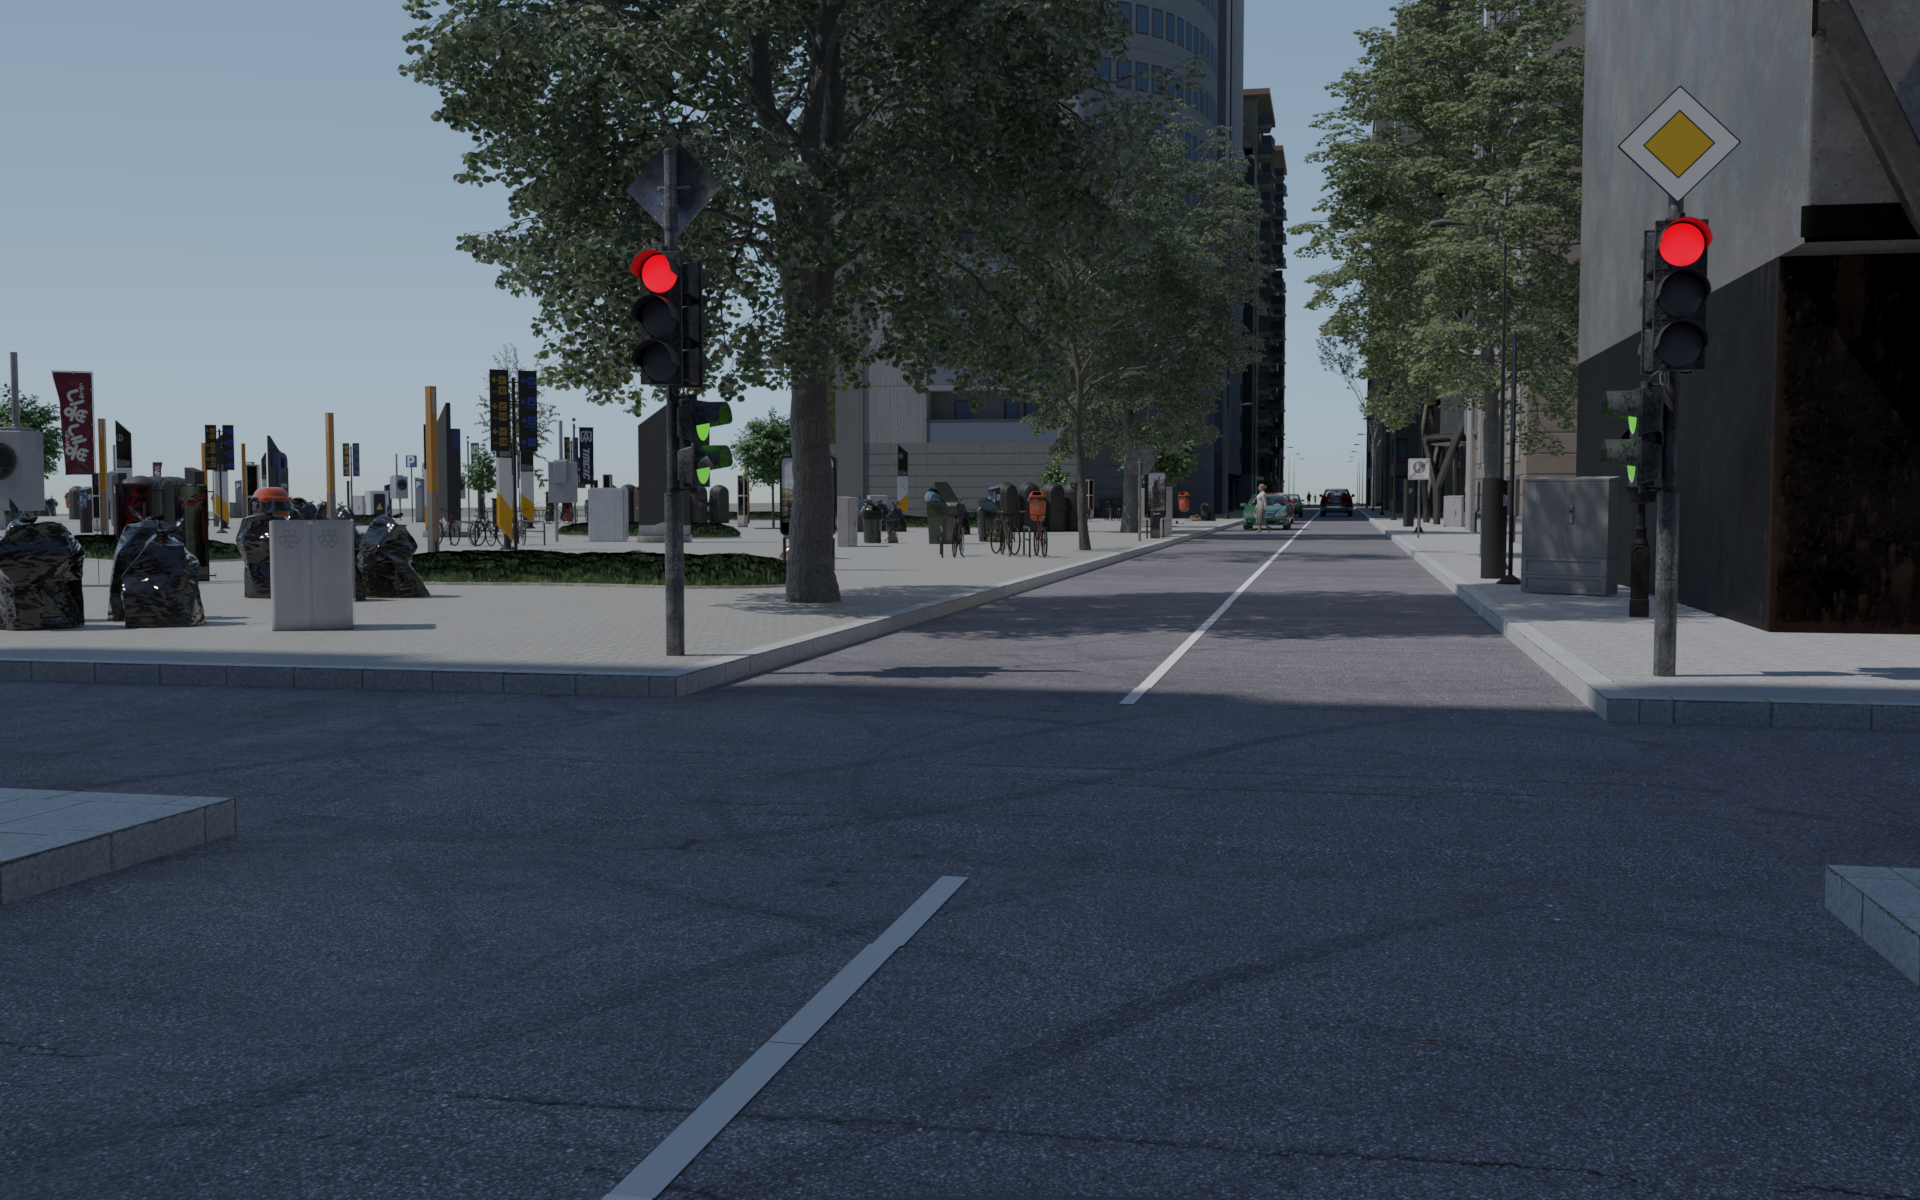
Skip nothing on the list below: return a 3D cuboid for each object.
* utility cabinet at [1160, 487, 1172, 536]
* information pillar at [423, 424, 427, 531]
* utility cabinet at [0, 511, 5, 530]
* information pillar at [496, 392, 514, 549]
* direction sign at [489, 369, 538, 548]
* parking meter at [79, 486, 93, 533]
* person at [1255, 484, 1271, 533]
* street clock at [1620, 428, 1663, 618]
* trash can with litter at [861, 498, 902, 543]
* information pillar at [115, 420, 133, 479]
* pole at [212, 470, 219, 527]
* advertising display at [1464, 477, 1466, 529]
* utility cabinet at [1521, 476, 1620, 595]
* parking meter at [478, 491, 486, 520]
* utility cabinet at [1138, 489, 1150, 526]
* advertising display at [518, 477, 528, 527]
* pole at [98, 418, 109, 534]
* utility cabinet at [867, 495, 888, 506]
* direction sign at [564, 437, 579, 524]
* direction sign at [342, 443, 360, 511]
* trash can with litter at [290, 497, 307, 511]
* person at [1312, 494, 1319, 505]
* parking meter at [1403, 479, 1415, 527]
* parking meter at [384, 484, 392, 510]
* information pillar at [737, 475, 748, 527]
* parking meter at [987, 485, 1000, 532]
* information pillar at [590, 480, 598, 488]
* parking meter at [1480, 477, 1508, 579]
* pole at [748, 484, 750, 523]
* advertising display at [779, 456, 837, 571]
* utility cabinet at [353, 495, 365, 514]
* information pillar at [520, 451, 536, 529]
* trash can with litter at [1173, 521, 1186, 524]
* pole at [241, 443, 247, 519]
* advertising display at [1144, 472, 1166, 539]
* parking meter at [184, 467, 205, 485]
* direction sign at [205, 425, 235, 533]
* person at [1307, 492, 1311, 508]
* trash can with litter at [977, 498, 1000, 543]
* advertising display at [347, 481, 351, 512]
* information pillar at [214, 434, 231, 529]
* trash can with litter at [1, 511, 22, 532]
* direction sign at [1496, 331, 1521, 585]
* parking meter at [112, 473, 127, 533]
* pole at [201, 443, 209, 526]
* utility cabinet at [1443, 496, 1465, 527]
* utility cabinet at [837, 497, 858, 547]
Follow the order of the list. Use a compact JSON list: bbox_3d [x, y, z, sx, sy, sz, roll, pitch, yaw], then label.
[{"bbox_3d":[6.098,-2.658,52.132,0.318,1.500,1.173,1,4,20],"label":"utility cabinet"},{"bbox_3d":[-17.875,-4.092,58.258,0.183,3.616,0.504,1,4,11],"label":"information pillar"},{"bbox_3d":[-34.120,-3.106,61.938,0.306,1.237,1.020,1,4,15],"label":"utility cabinet"},{"bbox_3d":[-10.447,-2.957,39.708,0.183,3.616,0.504,1,4,22],"label":"information pillar"},{"bbox_3d":[-8.143,-2.426,31.666,0.876,3.537,0.379,-2,4,-33],"label":"direction sign"},{"bbox_3d":[-28.795,-2.975,57.051,0.372,1.533,0.369,0,3,0],"label":"parking meter"},{"bbox_3d":[11.098,-3.345,63.411,0.641,1.798,0.478,0,4,5],"label":"person"},{"bbox_3d":[7.095,-0.824,18.037,0.471,2.002,0.358,2,4,25],"label":"street clock"},{"bbox_3d":[-2.053,-2.072,45.265,1.055,1.170,0.624,-1,4,-9],"label":"trash can with litter"},{"bbox_3d":[-26.472,-3.884,54.855,0.504,3.616,0.183,0,4,2],"label":"information pillar"},{"bbox_3d":[-29.217,-4.532,67.947,0.158,3.312,0.155,0,3,0],"label":"pole"},{"bbox_3d":[19.024,-3.591,63.919,0.123,1.923,0.974,-2,4,-35],"label":"advertising display"},{"bbox_3d":[7.766,-0.820,22.082,0.318,1.500,1.173,-3,5,-42],"label":"utility cabinet"},{"bbox_3d":[-24.047,-4.810,87.058,0.372,1.533,0.369,0,3,0],"label":"parking meter"},{"bbox_3d":[7.757,-3.725,69.587,1.173,1.500,0.318,2,4,25],"label":"utility cabinet"},{"bbox_3d":[-16.634,-3.742,66.395,0.123,1.923,0.974,-3,5,-41],"label":"advertising display"},{"bbox_3d":[-23.128,-3.237,46.770,0.158,3.312,0.155,0,3,0],"label":"pole"},{"bbox_3d":[-4.094,-4.586,86.149,1.020,1.237,0.306,-2,4,-33],"label":"utility cabinet"},{"bbox_3d":[-15.423,-4.697,68.790,0.379,3.537,0.876,2,4,24],"label":"direction sign"},{"bbox_3d":[-27.000,-5.191,76.865,0.876,3.537,0.379,1,4,19],"label":"direction sign"},{"bbox_3d":[-22.985,-2.996,60.376,0.624,1.170,1.055,0,4,-3],"label":"trash can with litter"},{"bbox_3d":[45.991,-12.990,224.149,0.557,1.426,1.065,-3,4,-36],"label":"person"},{"bbox_3d":[17.598,-3.802,67.870,0.399,1.863,0.255,-1,4,-20],"label":"parking meter"},{"bbox_3d":[-31.951,-5.566,96.711,0.399,1.863,0.255,-3,4,-36],"label":"parking meter"},{"bbox_3d":[-8.392,-3.815,66.866,0.304,2.012,0.304,1,4,21],"label":"information pillar"},{"bbox_3d":[0.970,-2.517,49.559,0.372,1.533,0.369,0,3,0],"label":"parking meter"},{"bbox_3d":[-18.814,-5.175,89.097,0.304,2.012,0.304,3,4,39],"label":"information pillar"},{"bbox_3d":[8.104,-1.093,26.277,0.372,1.533,0.369,0,3,0],"label":"parking meter"},{"bbox_3d":[-9.286,-4.994,75.502,0.158,3.312,0.155,0,3,0],"label":"pole"},{"bbox_3d":[-2.548,-1.462,29.113,0.974,1.923,0.123,1,4,11],"label":"advertising display"},{"bbox_3d":[-32.638,-5.070,94.061,1.020,1.237,0.306,2,4,35],"label":"utility cabinet"},{"bbox_3d":[-16.017,-4.453,64.162,0.504,3.616,0.183,-1,4,-21],"label":"information pillar"},{"bbox_3d":[8.692,-3.855,74.091,2.233,1.210,1.678,-1,4,-14],"label":"trash can with litter"},{"bbox_3d":[-28.782,-4.635,69.620,0.158,3.312,0.155,0,3,0],"label":"pole"},{"bbox_3d":[5.648,-2.744,50.084,0.123,1.923,0.974,3,5,40],"label":"advertising display"},{"bbox_3d":[-16.650,-1.958,37.732,0.399,1.863,0.255,2,4,28],"label":"parking meter"},{"bbox_3d":[-24.173,-3.952,56.616,0.876,3.537,0.379,-1,4,-14],"label":"direction sign"},{"bbox_3d":[37.176,-10.708,184.499,0.541,1.710,0.530,0,4,-6],"label":"person"},{"bbox_3d":[0.869,-2.131,46.223,0.624,1.170,1.055,-2,4,-25],"label":"trash can with litter"},{"bbox_3d":[-29.540,-4.806,83.786,0.123,1.923,0.974,-1,4,-13],"label":"advertising display"},{"bbox_3d":[-27.206,-4.432,63.812,0.504,3.616,0.183,-3,5,-41],"label":"information pillar"},{"bbox_3d":[-30.942,-2.734,56.082,1.055,1.170,0.624,-2,4,-28],"label":"trash can with litter"},{"bbox_3d":[7.846,-1.994,24.593,0.379,3.537,0.876,1,4,15],"label":"direction sign"},{"bbox_3d":[-23.147,-2.570,47.734,0.399,1.863,0.255,3,4,36],"label":"parking meter"},{"bbox_3d":[-29.987,-4.584,68.787,0.158,3.312,0.155,0,3,0],"label":"pole"},{"bbox_3d":[19.346,-3.457,67.678,0.306,1.237,1.020,-2,4,-26],"label":"utility cabinet"},{"bbox_3d":[-2.744,-1.908,42.361,0.306,1.237,1.020,1,4,9],"label":"utility cabinet"}]
